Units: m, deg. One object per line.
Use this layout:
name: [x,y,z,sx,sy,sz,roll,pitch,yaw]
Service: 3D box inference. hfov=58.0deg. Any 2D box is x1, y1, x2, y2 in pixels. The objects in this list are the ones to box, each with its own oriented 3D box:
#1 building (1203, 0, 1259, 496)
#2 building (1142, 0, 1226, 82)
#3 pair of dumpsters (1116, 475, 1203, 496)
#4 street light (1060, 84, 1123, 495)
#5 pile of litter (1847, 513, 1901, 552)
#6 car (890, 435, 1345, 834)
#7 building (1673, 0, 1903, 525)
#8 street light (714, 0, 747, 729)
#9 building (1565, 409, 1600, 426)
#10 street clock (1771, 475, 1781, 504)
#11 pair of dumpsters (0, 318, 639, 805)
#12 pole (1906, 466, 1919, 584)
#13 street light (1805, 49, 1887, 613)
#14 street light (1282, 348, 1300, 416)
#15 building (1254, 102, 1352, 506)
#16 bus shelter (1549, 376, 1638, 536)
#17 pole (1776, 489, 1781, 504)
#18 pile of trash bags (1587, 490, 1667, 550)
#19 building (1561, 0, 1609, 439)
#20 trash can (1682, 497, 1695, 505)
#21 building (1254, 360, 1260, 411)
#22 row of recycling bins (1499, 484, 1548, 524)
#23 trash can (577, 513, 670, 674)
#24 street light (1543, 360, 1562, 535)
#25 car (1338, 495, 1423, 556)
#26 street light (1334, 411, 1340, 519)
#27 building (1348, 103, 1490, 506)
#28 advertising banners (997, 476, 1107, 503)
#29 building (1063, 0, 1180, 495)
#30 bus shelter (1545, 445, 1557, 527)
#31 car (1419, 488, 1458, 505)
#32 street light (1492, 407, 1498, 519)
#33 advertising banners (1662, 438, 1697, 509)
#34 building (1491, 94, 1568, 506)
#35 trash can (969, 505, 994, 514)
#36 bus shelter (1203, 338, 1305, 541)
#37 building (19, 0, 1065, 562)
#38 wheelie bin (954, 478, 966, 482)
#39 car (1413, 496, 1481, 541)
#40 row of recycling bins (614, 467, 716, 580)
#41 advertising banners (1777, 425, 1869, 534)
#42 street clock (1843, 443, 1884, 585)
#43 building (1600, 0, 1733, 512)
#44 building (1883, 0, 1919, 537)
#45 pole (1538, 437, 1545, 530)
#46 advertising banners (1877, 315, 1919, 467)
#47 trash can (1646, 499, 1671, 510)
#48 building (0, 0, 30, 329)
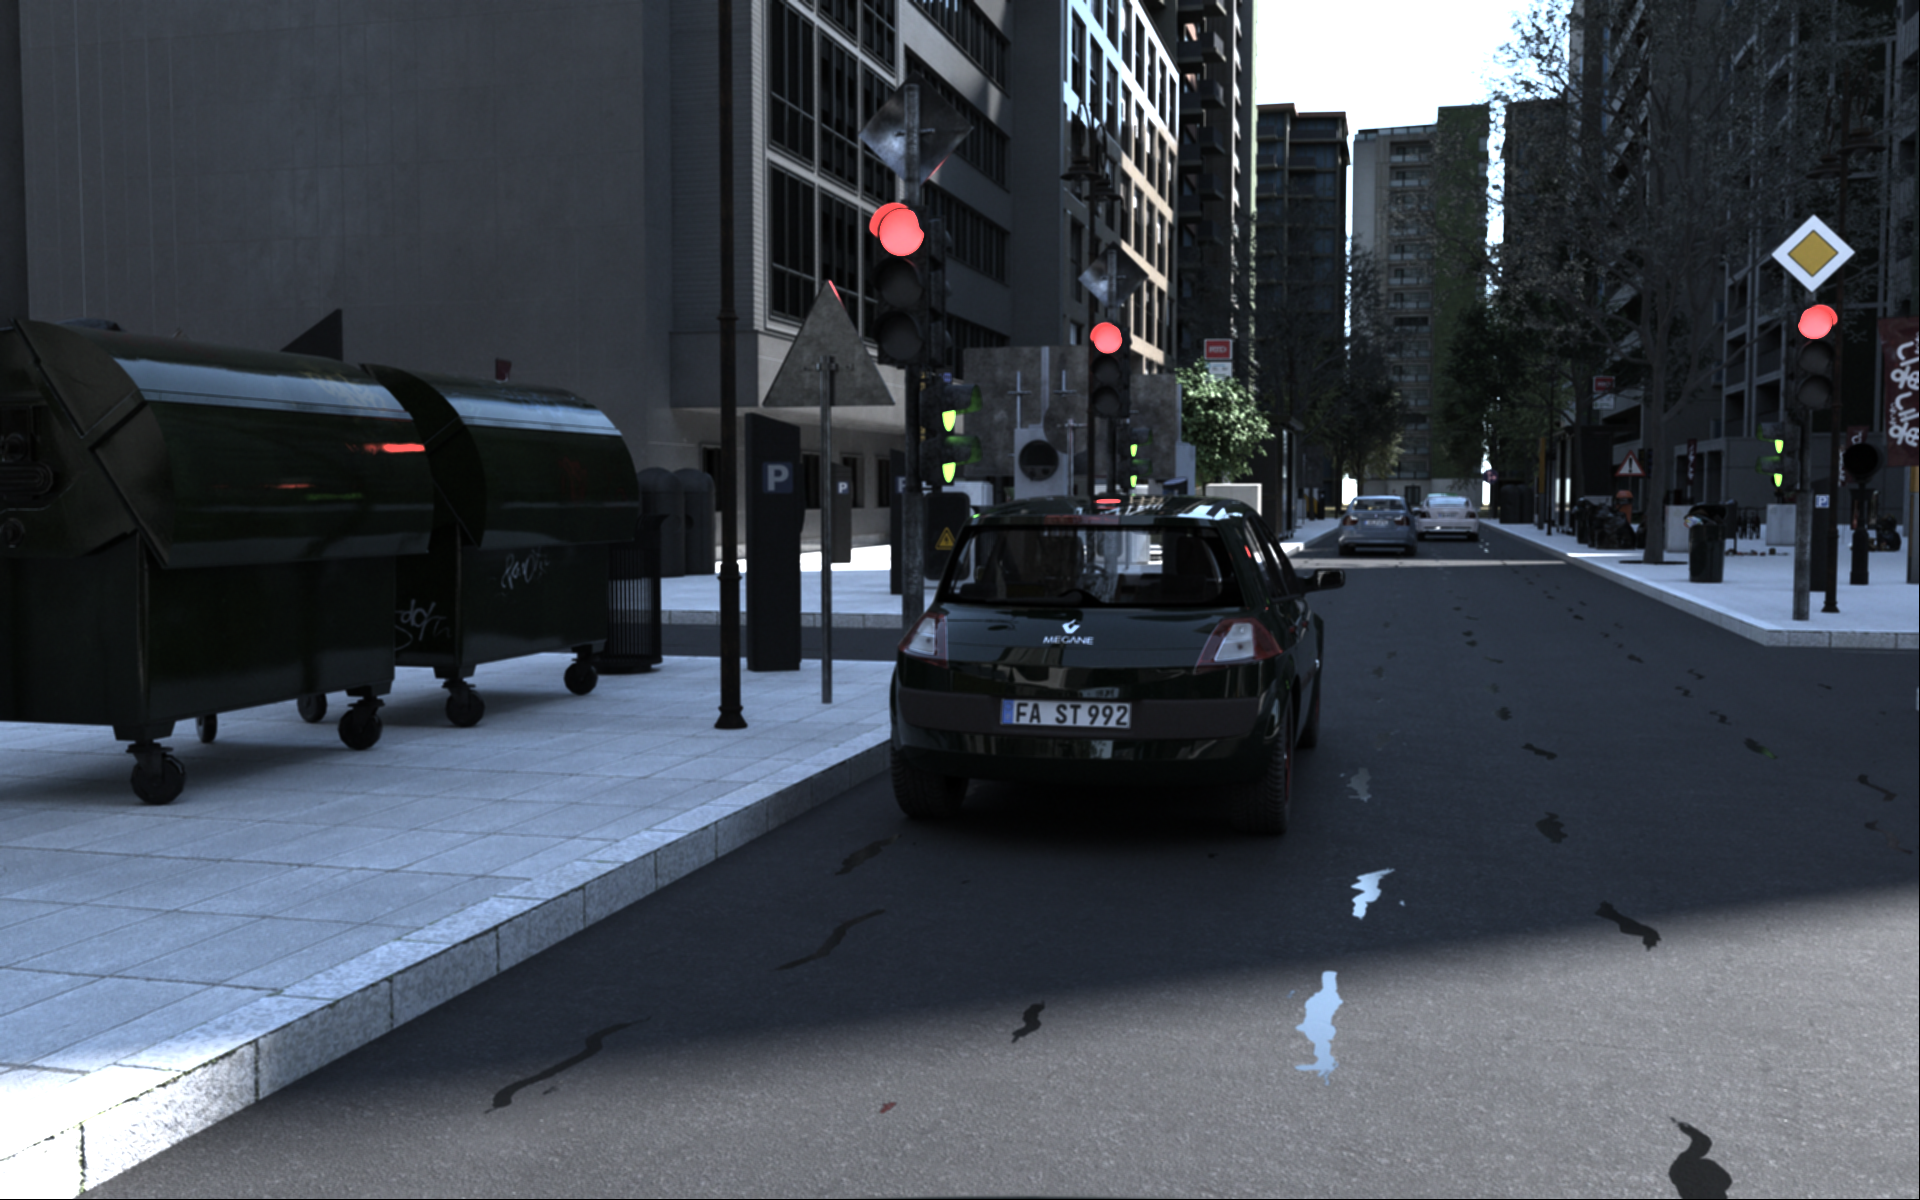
building: [14.708,-27.354,130.827,14.154,41.232,14.086,1,4,14]
building: [4.988,-27.877,110.412,22.147,44.769,28.867,1,4,14]
pair of dumpsters: [3.931,-1.998,35.154,1.574,2.255,4.437,1,4,14]
street light: [1.528,-2.894,20.111,0.468,5.910,1.993,1,4,14]
pile of litter: [20.622,-1.538,39.105,1.719,0.858,1.176,-3,4,-37]
car: [0.919,0.058,8.838,2.009,1.686,4.222,1,4,14]
building: [43.819,-38.889,74.092,20.563,71.187,20.611,1,4,14]
street light: [-1.260,-2.236,9.347,0.468,5.910,1.993,1,4,14]
building: [55.909,-49.390,120.201,22.319,86.520,31.000,1,4,14]
street clock: [28.178,-3.367,59.614,0.471,2.002,0.358,3,4,39]
pair of dumpsters: [-3.323,-0.407,9.152,1.574,2.255,4.437,1,4,15]
pole: [13.645,-1.884,24.654,0.158,3.312,0.155,0,3,0]
street light: [9.446,-2.803,18.618,0.468,5.910,1.993,1,4,14]
street light: [10.504,-5.030,55.024,0.468,5.910,1.993,1,4,14]
building: [28.967,-33.080,195.475,28.867,44.769,22.147,1,4,14]
bus shelter: [20.531,-4.834,56.662,2.179,5.291,8.768,1,4,14]
pole: [31.218,-4.415,66.032,0.158,3.312,0.155,0,3,0]
pile of trash bags: [15.970,-1.933,41.359,1.912,1.369,3.447,1,4,15]
building: [58.295,-30.235,144.450,14.600,45.320,14.200,1,4,14]
trash can: [33.687,-4.199,80.312,0.748,1.137,0.748,0,3,0]
building: [11.813,-51.340,152.084,31.000,86.520,22.319,1,4,14]
row of recycling bins: [24.673,-4.181,75.475,3.534,1.692,1.069,-3,5,-44]
trash can: [-2.466,-0.053,12.516,0.748,1.137,0.748,0,3,0]
street light: [18.326,-4.948,53.694,0.468,5.910,1.993,1,4,14]
car: [10.052,-1.805,41.522,2.014,1.417,4.499,1,4,16]
street light: [19.575,-7.164,89.912,0.468,5.910,1.993,1,4,14]
building: [49.117,-30.739,186.174,14.086,41.232,14.154,1,4,14]
advertising banners: [1.631,-1.945,27.992,2.074,3.025,0.090,1,4,10]
building: [-2.158,-16.652,76.773,19.350,26.468,34.151,1,4,14]
bus shelter: [23.199,-4.385,65.617,2.014,3.302,5.546,1,4,15]
car: [20.922,-4.056,75.104,1.959,1.807,4.718,1,4,16]
street light: [27.679,-7.135,89.444,0.468,5.910,1.993,1,4,14]
advertising banners: [22.949,-3.620,55.372,0.090,3.025,2.074,0,4,-7]
building: [70.975,-32.428,184.814,28.867,44.769,22.147,1,4,14]
trash can: [0.486,-0.619,21.776,0.748,1.137,0.748,0,3,0]
bus shelter: [7.999,-4.248,47.082,2.179,5.291,8.768,1,4,15]
building: [-6.903,-13.796,44.627,14.314,24.678,30.058,1,4,14]
wheelie bin: [-0.235,-1.630,34.558,0.980,1.594,0.693,0,4,-7]
car: [15.224,-2.557,54.167,2.083,1.381,4.827,1,4,15]
row of recycling bins: [-4.997,-1.187,26.529,1.069,1.692,3.534,2,4,32]
advertising banners: [22.152,-2.954,44.493,2.074,3.025,0.090,2,4,29]
street clock: [12.731,-1.216,24.460,0.471,2.002,0.358,3,5,44]
building: [48.183,-28.868,95.688,21.300,48.544,21.600,1,4,14]
building: [35.601,-17.101,51.310,14.160,30.474,14.107,1,4,14]
pole: [20.921,-4.187,62.300,0.158,3.312,0.155,0,3,0]
advertising banners: [9.858,-1.245,16.542,2.074,3.025,0.090,3,5,39]
trash can: [21.501,-2.549,53.336,0.748,1.137,0.748,0,3,0]
building: [-26.725,-10.672,39.114,19.286,19.102,10.561,1,4,14]
